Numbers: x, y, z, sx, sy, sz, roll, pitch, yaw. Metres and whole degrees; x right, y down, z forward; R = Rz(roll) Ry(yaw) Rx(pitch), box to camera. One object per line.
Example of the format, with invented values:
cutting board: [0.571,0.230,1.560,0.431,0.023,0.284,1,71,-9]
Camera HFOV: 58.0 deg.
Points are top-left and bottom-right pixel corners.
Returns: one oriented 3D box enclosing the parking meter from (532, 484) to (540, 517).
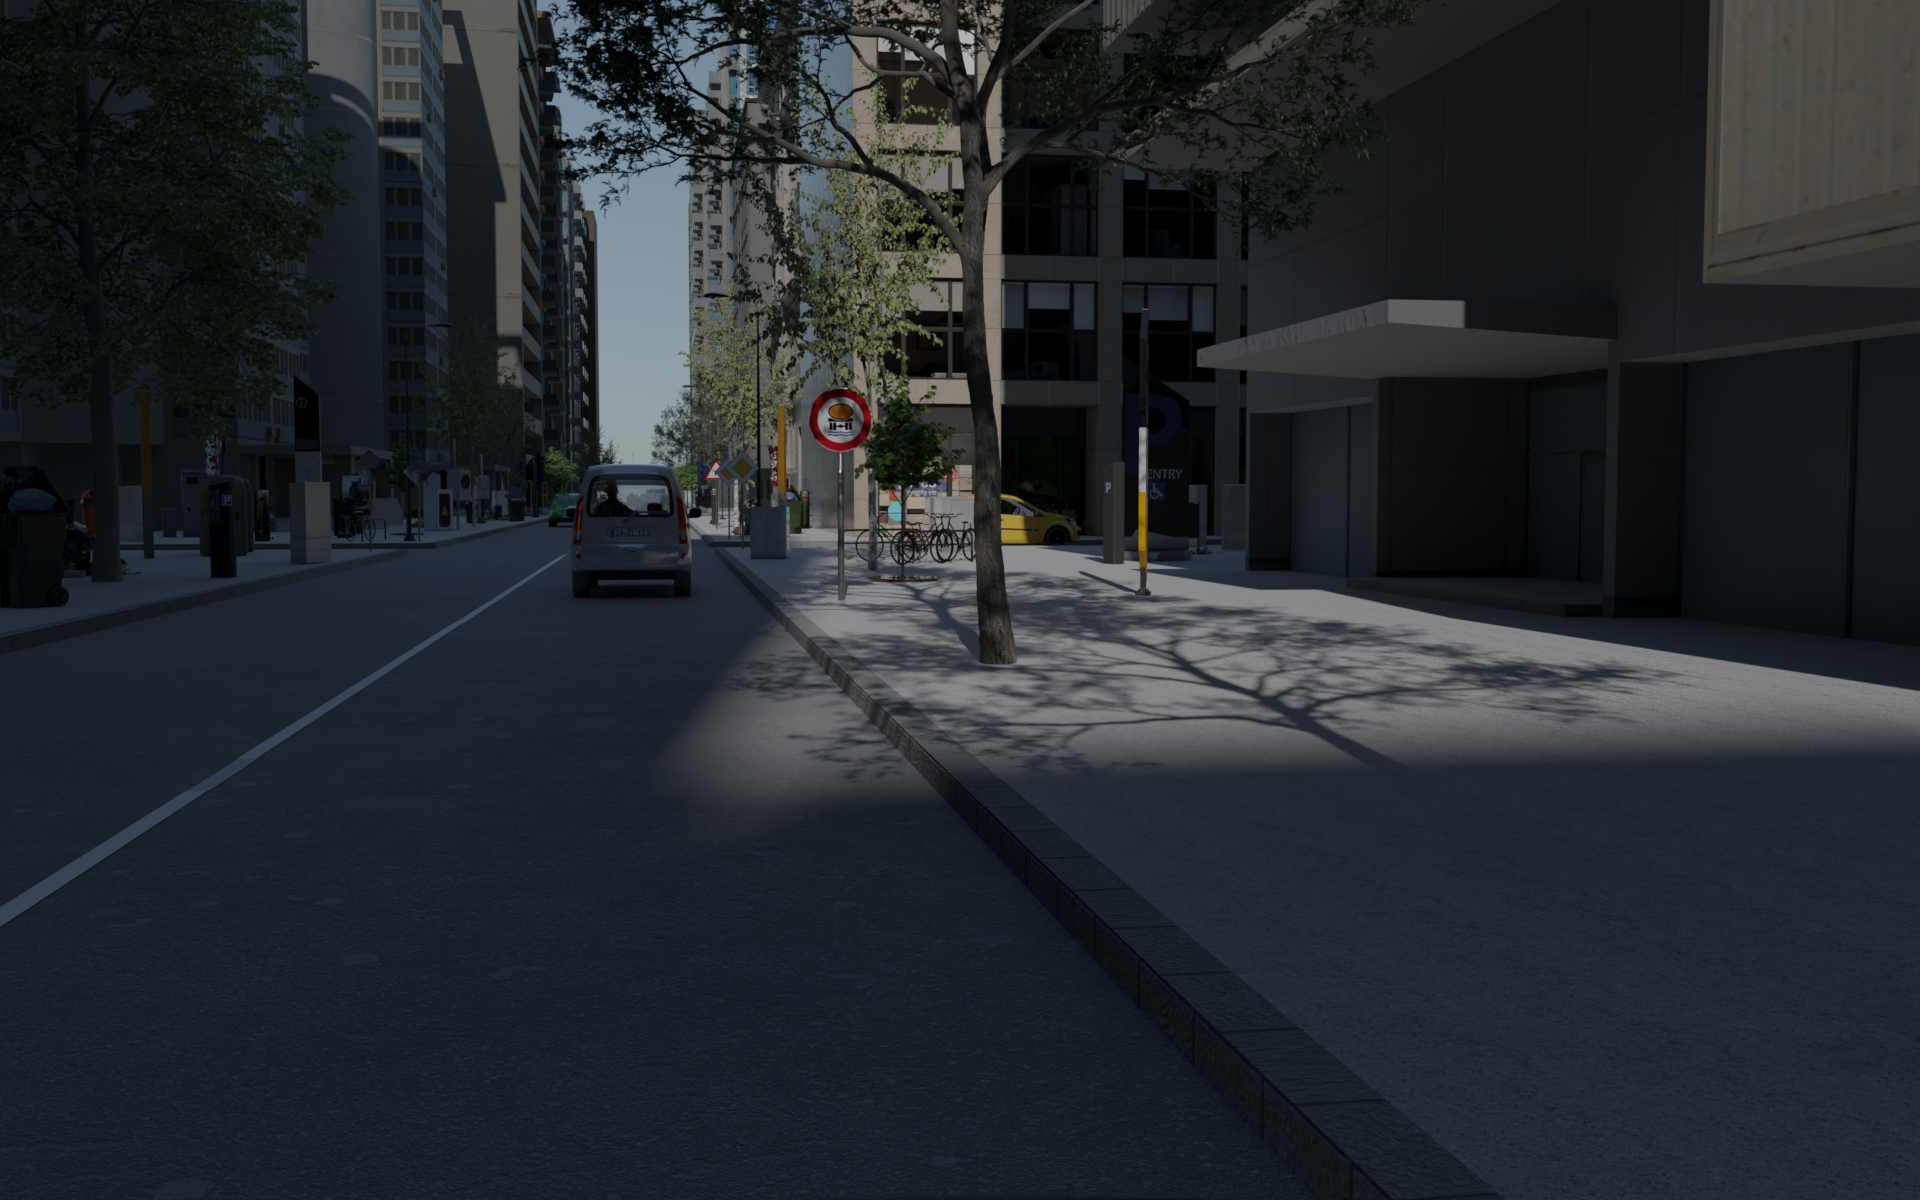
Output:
parking meter: [-24.085,-5.668,98.382,0.399,1.863,0.255,-1,4,-19]

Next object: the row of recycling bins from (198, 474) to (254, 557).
row of recycling bins: [-15.686,-1.827,36.991,1.069,1.692,3.534,-1,4,-19]

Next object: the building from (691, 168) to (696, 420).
building: [-23.371,-36.999,224.548,23.786,49.044,30.456,-1,4,-10]

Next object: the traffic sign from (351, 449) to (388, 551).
traffic sign: [-13.230,-2.153,38.844,0.795,2.450,0.064,-1,4,-10]

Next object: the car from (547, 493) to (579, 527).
car: [-17.255,-4.151,76.661,1.959,1.807,4.718,-1,4,-10]

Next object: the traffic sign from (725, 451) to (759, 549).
traffic sign: [-5.054,-2.238,40.237,0.795,2.450,0.064,-1,4,-10]

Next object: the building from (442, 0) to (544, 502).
building: [-42.778,-30.867,128.380,21.300,48.544,21.600,-1,4,-10]

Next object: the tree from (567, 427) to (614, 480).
tree: [-41.057,-14.683,190.430,4.360,8.622,3.978,0,3,0]

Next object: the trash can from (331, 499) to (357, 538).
trash can: [-18.058,-2.395,50.806,0.748,1.137,0.748,0,3,0]

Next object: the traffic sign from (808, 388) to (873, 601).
traffic sign: [-1.432,-1.268,20.830,0.768,2.556,0.104,0,4,-2]

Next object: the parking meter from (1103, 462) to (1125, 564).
parking meter: [2.815,-1.592,31.739,0.255,1.863,0.399,-2,4,-27]

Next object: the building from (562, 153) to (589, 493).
building: [-63.457,-37.982,240.620,23.786,49.044,30.456,-1,4,-10]

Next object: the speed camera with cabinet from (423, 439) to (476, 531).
speed camera with cabinet: [-18.114,-4.089,61.195,0.660,3.252,2.038,1,4,20]

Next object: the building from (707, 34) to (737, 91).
building: [-15.202,-34.389,181.862,23.786,49.044,30.456,-1,4,-10]

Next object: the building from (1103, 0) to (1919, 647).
building: [17.796,-26.185,17.365,28.713,52.752,27.495,-1,4,-10]

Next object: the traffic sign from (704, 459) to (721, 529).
traffic sign: [-8.927,-3.883,63.491,0.884,2.594,0.081,-1,4,-9]

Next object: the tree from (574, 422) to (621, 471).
tree: [-37.782,-13.979,178.919,4.737,8.622,4.395,0,3,0]

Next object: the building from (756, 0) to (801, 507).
building: [-2.776,-18.405,88.307,14.401,28.519,23.554,-1,4,-10]

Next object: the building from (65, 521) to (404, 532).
building: [-38.390,-22.697,62.976,32.217,40.220,23.993,-1,4,-10]

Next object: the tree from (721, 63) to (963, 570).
tree: [-1.685,-4.799,28.828,4.737,8.622,4.395,0,3,0]

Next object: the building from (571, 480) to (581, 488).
building: [-62.513,-31.886,213.209,32.217,40.220,23.993,-1,4,-10]

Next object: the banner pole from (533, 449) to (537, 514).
banner pole: [-23.581,-6.490,96.124,0.401,3.779,0.863,0,4,0]

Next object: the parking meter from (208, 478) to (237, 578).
parking meter: [-11.321,-1.112,26.588,0.372,1.533,0.369,0,3,0]

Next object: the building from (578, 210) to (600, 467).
building: [-62.382,-37.556,264.146,14.600,45.320,14.200,-1,4,-10]

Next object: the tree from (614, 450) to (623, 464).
tree: [-55.638,-19.947,276.494,4.360,8.622,3.978,0,3,0]

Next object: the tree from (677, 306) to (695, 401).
tree: [-7.445,-6.660,59.246,4.737,8.622,4.395,0,3,0]

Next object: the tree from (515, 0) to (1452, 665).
tree: [-0.049,-4.800,12.897,7.601,10.594,8.767,0,4,6]

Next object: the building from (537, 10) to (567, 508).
building: [-46.936,-30.544,154.014,22.147,44.769,28.867,-1,4,-10]

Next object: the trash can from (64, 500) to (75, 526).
trash can: [-23.461,-2.052,45.197,0.748,1.137,0.748,0,3,0]

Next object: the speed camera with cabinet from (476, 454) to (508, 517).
speed camera with cabinet: [-23.271,-5.631,86.410,2.038,3.252,0.660,-3,5,-41]

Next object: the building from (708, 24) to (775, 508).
building: [-10.506,-51.218,150.086,22.319,86.520,31.000,-1,4,-10]

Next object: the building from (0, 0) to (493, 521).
building: [-44.217,-25.183,103.617,32.217,40.220,23.993,-1,4,-10]

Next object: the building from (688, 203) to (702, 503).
building: [-31.354,-34.396,245.966,14.154,41.232,14.086,-1,4,-10]

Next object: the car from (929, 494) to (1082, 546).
car: [1.204,-2.157,45.491,3.980,1.641,2.015,-1,4,-11]

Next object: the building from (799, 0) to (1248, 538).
building: [11.995,-15.784,62.592,34.151,26.468,19.350,-1,4,-10]

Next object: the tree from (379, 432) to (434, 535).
tree: [-17.492,-3.649,54.267,1.663,3.219,1.824,0,3,0]

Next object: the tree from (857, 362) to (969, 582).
tree: [-0.844,-1.883,25.395,1.663,3.219,1.824,0,3,0]

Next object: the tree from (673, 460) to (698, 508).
tree: [-27.630,-11.573,172.933,4.285,4.588,4.351,0,3,0]

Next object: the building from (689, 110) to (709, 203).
building: [-30.907,-44.339,266.940,21.231,58.520,28.212,-1,4,-10]

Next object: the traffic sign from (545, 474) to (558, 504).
traffic sign: [-26.148,-6.775,110.870,0.768,2.556,0.104,0,4,-1]

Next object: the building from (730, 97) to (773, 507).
building: [-7.171,-19.481,112.027,14.314,27.812,24.014,-1,4,-10]

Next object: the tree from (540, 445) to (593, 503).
tree: [-27.425,-8.103,116.198,4.285,4.588,4.351,0,3,0]

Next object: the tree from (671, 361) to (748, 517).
tree: [-13.599,-8.854,95.126,4.360,8.622,3.978,0,3,0]

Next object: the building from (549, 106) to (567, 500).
building: [-47.800,-30.127,176.164,14.154,41.232,14.086,-1,4,-10]

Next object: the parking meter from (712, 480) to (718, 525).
parking meter: [-10.112,-4.023,71.492,0.255,1.863,0.399,0,4,-6]

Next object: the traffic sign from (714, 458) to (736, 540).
traffic sign: [-6.420,-2.719,48.105,0.795,2.450,0.064,-1,4,-10]

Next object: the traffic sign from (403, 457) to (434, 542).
traffic sign: [-14.596,-2.634,46.712,0.795,2.450,0.064,-1,4,-10]

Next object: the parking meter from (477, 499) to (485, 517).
parking meter: [-25.095,-5.036,90.745,0.372,1.533,0.369,0,3,0]

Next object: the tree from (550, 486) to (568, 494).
tree: [-31.513,-8.621,135.554,1.663,3.219,1.824,0,3,0]

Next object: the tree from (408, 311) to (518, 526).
tree: [-19.579,-7.238,68.710,4.737,8.622,4.395,0,3,0]
